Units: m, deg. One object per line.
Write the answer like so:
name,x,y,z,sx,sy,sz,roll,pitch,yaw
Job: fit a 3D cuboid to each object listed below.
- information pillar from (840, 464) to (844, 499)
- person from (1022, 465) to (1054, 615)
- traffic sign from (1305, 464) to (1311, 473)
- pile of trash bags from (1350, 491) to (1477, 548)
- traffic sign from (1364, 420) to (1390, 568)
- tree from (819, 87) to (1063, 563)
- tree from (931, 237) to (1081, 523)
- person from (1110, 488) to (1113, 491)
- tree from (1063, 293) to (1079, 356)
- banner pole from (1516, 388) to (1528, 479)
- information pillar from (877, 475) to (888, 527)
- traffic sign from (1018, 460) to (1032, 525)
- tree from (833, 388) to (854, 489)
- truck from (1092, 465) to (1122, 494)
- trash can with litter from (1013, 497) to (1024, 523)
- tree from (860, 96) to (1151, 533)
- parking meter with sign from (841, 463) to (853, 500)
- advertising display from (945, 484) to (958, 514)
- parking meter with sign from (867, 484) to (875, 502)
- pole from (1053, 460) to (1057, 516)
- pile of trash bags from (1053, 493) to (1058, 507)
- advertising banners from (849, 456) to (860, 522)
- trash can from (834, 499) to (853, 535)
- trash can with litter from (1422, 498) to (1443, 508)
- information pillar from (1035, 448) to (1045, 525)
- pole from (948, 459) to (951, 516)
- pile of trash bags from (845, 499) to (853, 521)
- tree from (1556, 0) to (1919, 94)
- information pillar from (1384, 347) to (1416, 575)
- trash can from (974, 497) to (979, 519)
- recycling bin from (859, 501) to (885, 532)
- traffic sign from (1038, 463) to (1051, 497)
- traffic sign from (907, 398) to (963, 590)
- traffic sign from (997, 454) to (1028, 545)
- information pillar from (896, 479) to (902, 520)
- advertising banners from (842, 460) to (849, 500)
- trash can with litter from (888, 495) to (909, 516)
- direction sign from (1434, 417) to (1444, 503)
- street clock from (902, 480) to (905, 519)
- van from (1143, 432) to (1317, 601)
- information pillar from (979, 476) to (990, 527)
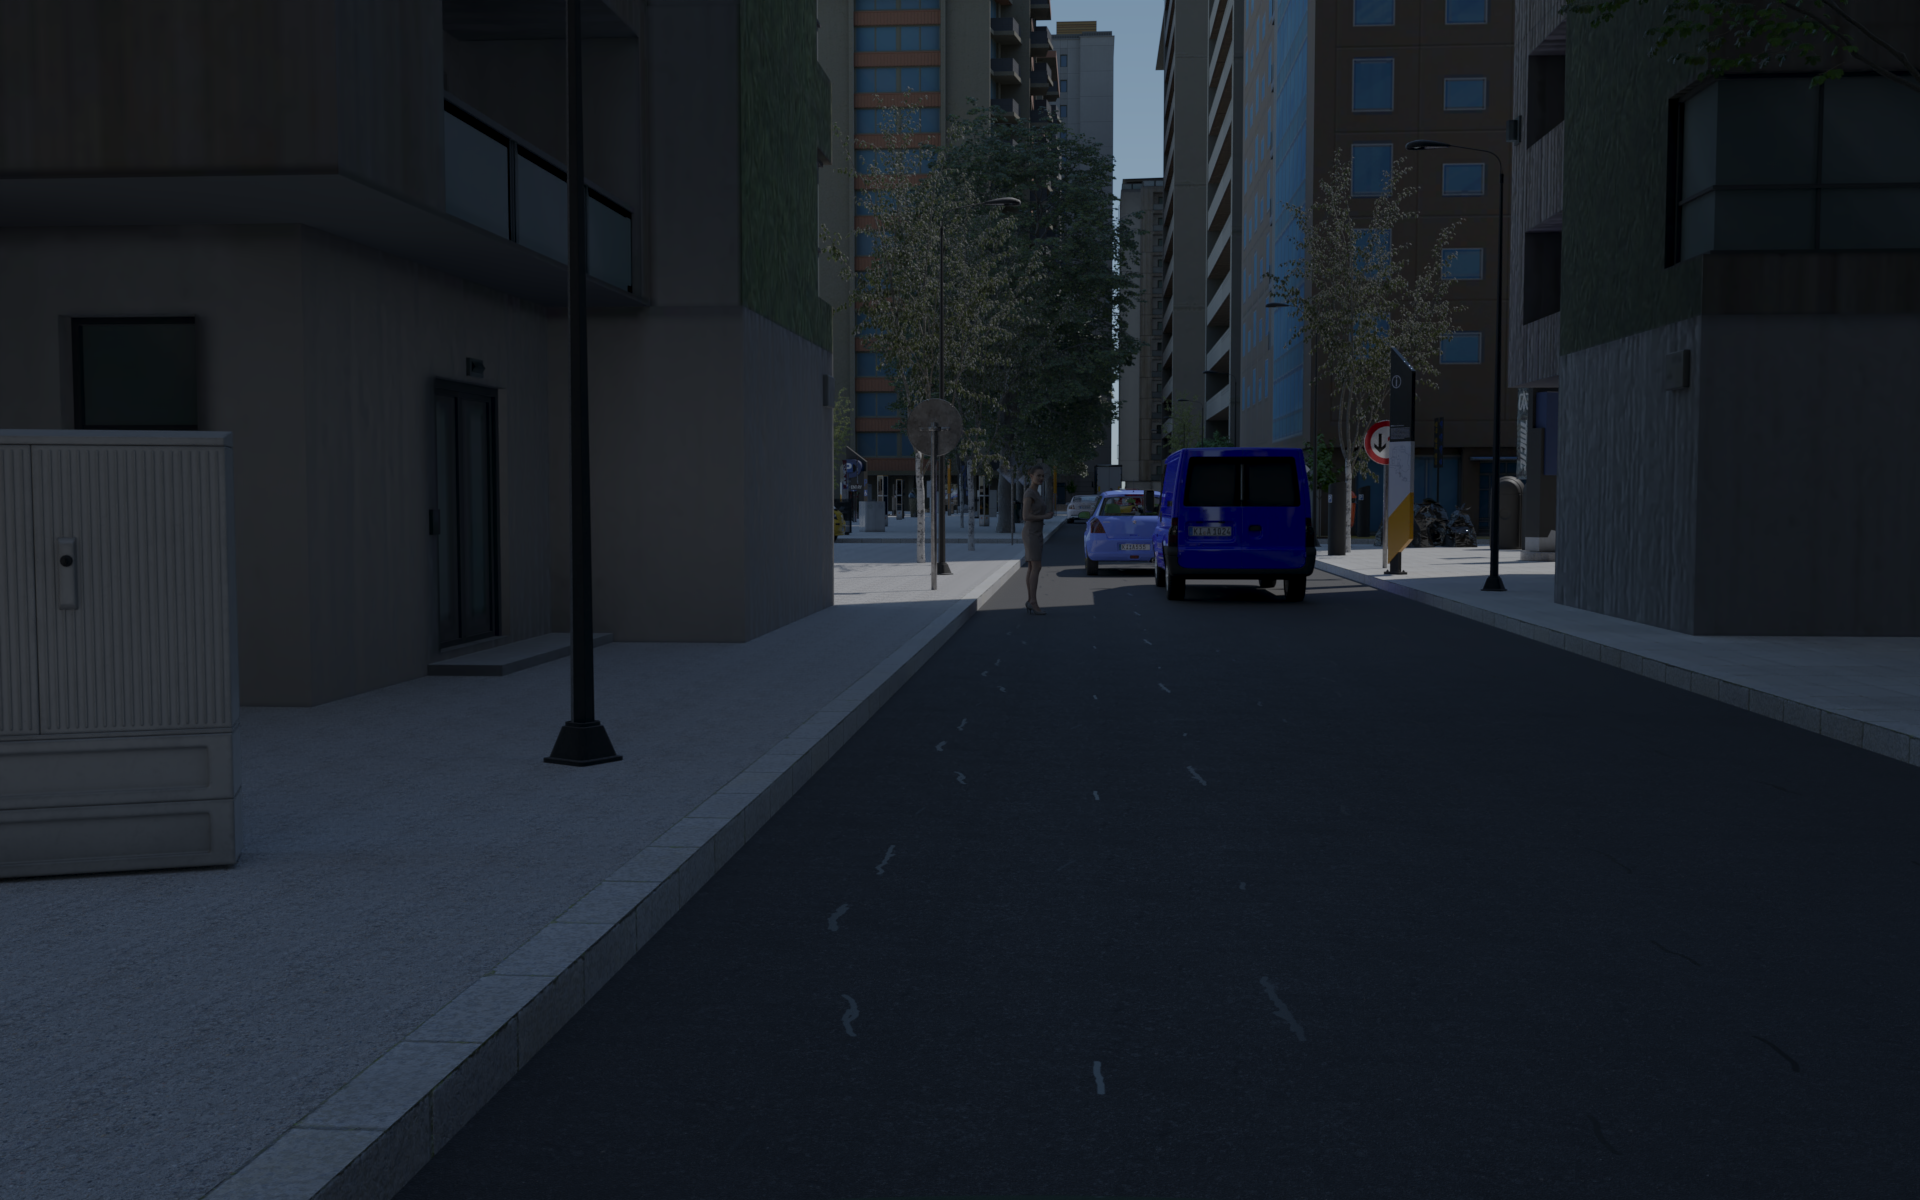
information pillar,-8.332,-8.079,123.439,0.504,3.616,0.183,3,5,44
person,0.928,-0.731,20.786,0.374,1.781,0.599,1,4,15
traffic sign,8.234,-2.391,42.739,0.795,2.450,0.064,0,4,4
pile of trash bags,10.685,-1.978,42.088,3.447,1.369,1.912,-1,4,-9
traffic sign,7.346,-1.821,29.875,0.768,2.556,0.104,1,4,9
tree,-0.662,-4.975,31.710,4.360,8.622,3.978,0,3,0
tree,2.470,-9.741,77.398,7.486,12.596,7.792,0,3,0
person,9.204,-5.897,105.191,0.678,1.792,0.850,1,4,18
tree,0.331,-5.412,38.853,4.360,8.622,3.978,0,3,0
banner pole,11.655,-2.786,35.572,0.401,3.779,0.863,-1,4,-15
information pillar,-3.050,-3.908,68.391,0.304,2.012,0.304,3,5,39
traffic sign,1.924,-2.912,51.252,0.795,2.450,0.064,0,4,4
tree,-8.772,-9.993,113.748,4.737,8.622,4.395,0,3,0
truck,14.432,-11.061,169.766,2.839,4.237,11.283,0,4,3
trash can with litter,2.618,-3.945,75.891,1.055,1.170,0.624,-1,4,-14
tree,1.620,-9.192,56.952,9.857,13.997,8.962,0,3,0
parking meter with sign,-6.266,-6.038,94.989,0.543,3.016,1.738,0,4,6
advertising display,-0.565,-6.467,110.951,0.974,1.923,0.123,2,4,24
parking meter with sign,-6.781,-7.998,127.031,0.543,3.016,1.738,2,4,25
pole,5.461,-6.458,99.430,0.158,3.312,0.155,0,3,0
pile of trash bags,5.071,-6.419,114.699,3.447,1.369,1.912,-3,4,-38
advertising banners,-4.778,-5.078,79.207,0.090,3.025,2.074,0,4,3
trash can,-3.693,-2.606,54.265,0.748,1.137,0.748,0,3,0
trash can with litter,13.793,-2.364,50.031,1.055,1.170,0.624,-2,4,-24
information pillar,3.310,-4.937,72.079,0.183,3.616,0.504,-3,4,-38
pole,-0.627,-6.611,101.926,0.158,3.312,0.155,0,3,0
pile of trash bags,-6.757,-4.463,82.714,1.912,1.369,3.447,3,5,42
tree,7.039,-5.162,10.152,9.928,11.665,9.643,0,3,0
information pillar,6.990,-2.208,27.452,0.183,3.616,0.504,-2,4,-30
trash can,0.842,-4.847,90.899,0.748,1.137,0.748,0,3,0
recycling bin,-2.994,-2.840,58.984,0.722,1.027,0.722,-1,4,-21
traffic sign,3.322,-4.314,70.643,0.768,2.556,0.104,1,4,9
traffic sign,-0.349,-1.407,23.106,0.768,2.556,0.104,1,4,13
traffic sign,1.311,-2.425,43.290,0.795,2.450,0.064,0,4,4
information pillar,-3.038,-5.020,86.561,0.304,2.012,0.304,0,4,-3
advertising banners,-5.624,-5.694,89.286,0.090,3.025,2.074,1,4,22
trash can with litter,-3.980,-5.519,101.298,2.233,1.210,1.678,3,5,41
direction sign,14.171,-3.629,51.331,0.379,3.537,0.876,0,4,0
street clock,-2.986,-5.209,89.733,0.358,2.002,0.471,0,4,3
van,3.835,-1.262,25.016,2.240,2.365,5.245,0,4,4
information pillar,0.965,-3.921,68.602,0.304,2.012,0.304,-3,5,-44
